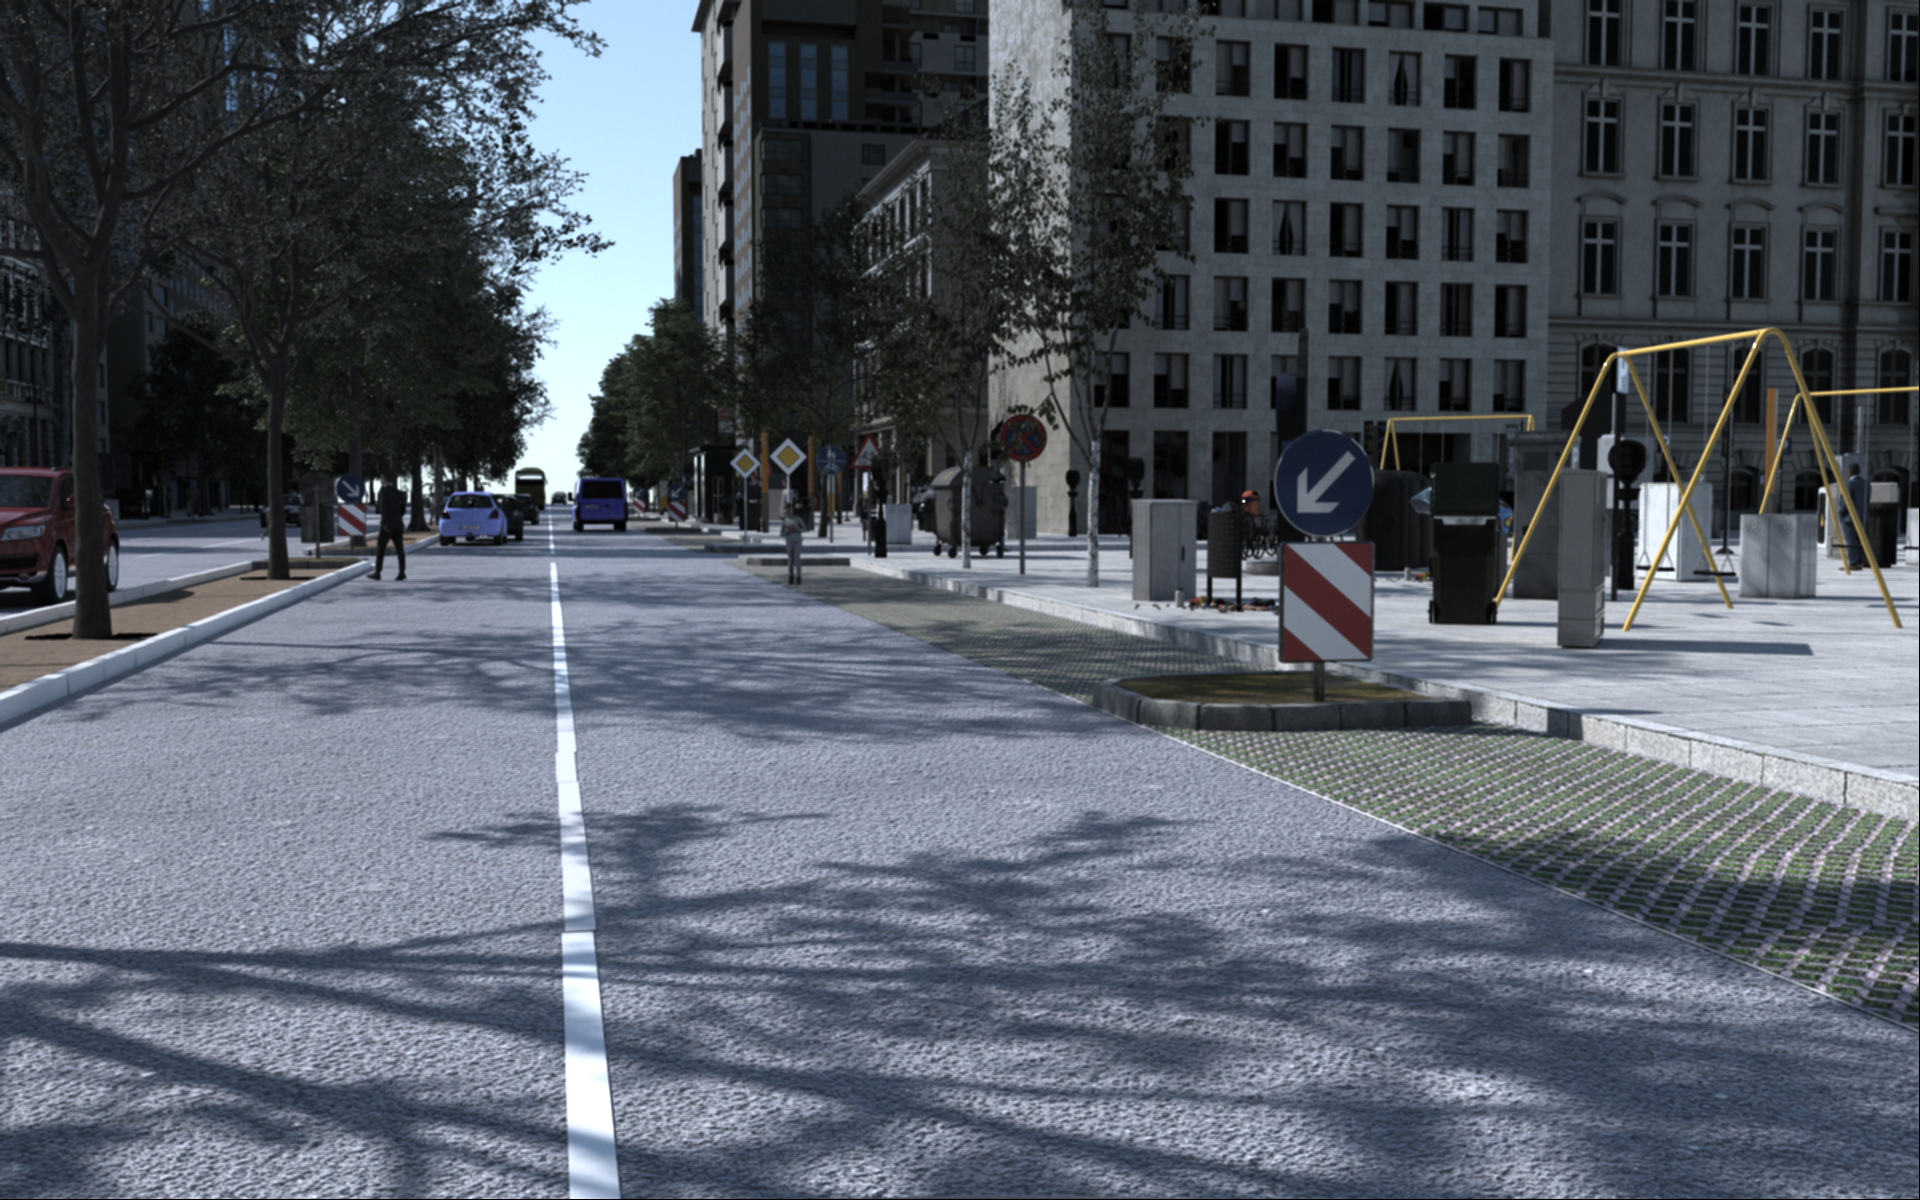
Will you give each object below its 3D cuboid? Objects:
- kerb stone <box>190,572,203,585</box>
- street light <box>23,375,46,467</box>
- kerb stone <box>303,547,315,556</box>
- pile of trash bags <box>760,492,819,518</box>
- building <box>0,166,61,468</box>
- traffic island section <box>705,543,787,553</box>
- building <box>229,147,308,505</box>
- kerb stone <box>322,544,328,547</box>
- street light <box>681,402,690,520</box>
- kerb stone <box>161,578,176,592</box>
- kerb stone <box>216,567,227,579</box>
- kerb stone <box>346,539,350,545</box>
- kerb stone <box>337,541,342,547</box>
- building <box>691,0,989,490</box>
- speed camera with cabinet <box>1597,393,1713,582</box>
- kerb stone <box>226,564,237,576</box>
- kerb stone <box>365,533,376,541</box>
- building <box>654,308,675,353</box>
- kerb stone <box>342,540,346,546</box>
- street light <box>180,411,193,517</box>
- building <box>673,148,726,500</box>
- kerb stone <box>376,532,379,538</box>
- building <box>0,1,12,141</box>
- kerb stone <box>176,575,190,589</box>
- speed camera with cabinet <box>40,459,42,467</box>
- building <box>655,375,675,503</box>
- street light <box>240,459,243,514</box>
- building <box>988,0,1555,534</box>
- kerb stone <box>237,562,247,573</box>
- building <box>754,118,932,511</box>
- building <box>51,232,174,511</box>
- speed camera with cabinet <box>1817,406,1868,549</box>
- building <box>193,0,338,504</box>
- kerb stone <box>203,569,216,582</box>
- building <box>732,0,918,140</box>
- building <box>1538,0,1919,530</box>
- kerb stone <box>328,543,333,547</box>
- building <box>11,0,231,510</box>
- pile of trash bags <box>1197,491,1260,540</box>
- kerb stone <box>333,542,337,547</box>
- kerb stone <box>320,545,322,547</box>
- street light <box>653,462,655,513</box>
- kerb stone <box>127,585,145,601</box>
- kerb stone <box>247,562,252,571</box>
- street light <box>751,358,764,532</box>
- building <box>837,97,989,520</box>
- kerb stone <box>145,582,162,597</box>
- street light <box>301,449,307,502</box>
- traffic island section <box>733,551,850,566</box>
[{"bbox_3d":[-12.142,-0.313,27.316,0.120,0.150,1.000,-1,4,-13],"label":"kerb stone"},{"bbox_3d":[-35.903,-5.782,67.320,0.468,5.910,1.993,-1,4,-13],"label":"street light"},{"bbox_3d":[-15.348,-1.136,40.818,0.120,0.150,1.000,-1,4,-13],"label":"kerb stone"},{"bbox_3d":[-9.266,-5.194,94.672,3.447,1.369,1.912,-2,4,-35],"label":"pile of trash bags"},{"bbox_3d":[-58.909,-16.422,97.379,11.050,23.489,19.941,-1,4,-13],"label":"building"},{"bbox_3d":[-5.332,-1.297,43.485,2.009,0.180,2.903,-1,4,-13],"label":"traffic island section"},{"bbox_3d":[-91.062,-33.949,209.682,22.147,44.769,28.867,-1,4,-13],"label":"building"},{"bbox_3d":[-15.822,-1.255,42.806,0.120,0.150,1.000,-1,4,-13],"label":"kerb stone"},{"bbox_3d":[-13.788,-6.999,87.218,0.468,5.910,1.993,-1,4,-13],"label":"street light"},{"bbox_3d":[-11.666,-0.186,25.323,0.120,0.150,1.000,-1,4,-13],"label":"kerb stone"},{"bbox_3d":[-12.611,-0.436,29.321,0.120,0.150,1.000,-1,4,-13],"label":"kerb stone"},{"bbox_3d":[-17.009,-1.561,47.792,0.120,0.150,1.000,-1,4,-13],"label":"kerb stone"},{"bbox_3d":[-16.531,-1.439,45.795,0.120,0.150,1.000,-1,4,-13],"label":"kerb stone"},{"bbox_3d":[-11.059,-35.700,172.934,28.713,52.752,27.495,-1,4,-13],"label":"building"},{"bbox_3d":[10.454,-1.943,26.100,0.660,3.252,2.038,-1,4,-15],"label":"speed camera with cabinet"},{"bbox_3d":[-12.853,-0.495,30.318,0.120,0.150,1.000,-1,4,-13],"label":"kerb stone"},{"bbox_3d":[-18.655,-1.992,54.762,0.120,0.150,1.000,-1,4,-13],"label":"kerb stone"},{"bbox_3d":[-40.371,-30.392,268.615,14.160,30.474,14.107,-1,4,-13],"label":"building"},{"bbox_3d":[-16.772,-1.505,46.797,0.120,0.150,1.000,-1,4,-13],"label":"kerb stone"},{"bbox_3d":[-42.860,-7.542,96.102,0.468,5.910,1.993,-1,4,-13],"label":"street light"},{"bbox_3d":[-29.701,-35.194,225.529,14.600,45.320,14.200,-1,4,-13],"label":"building"},{"bbox_3d":[-18.901,-2.053,55.767,0.120,0.150,1.000,-1,4,-13],"label":"kerb stone"},{"bbox_3d":[-71.025,-30.076,141.858,14.600,45.320,14.200,-1,4,-13],"label":"building"},{"bbox_3d":[-11.907,-0.250,26.321,0.120,0.150,1.000,-1,4,-13],"label":"kerb stone"},{"bbox_3d":[-52.452,-6.390,98.811,0.660,3.252,2.038,-1,4,-17],"label":"speed camera with cabinet"},{"bbox_3d":[-29.328,-24.719,249.195,27.650,21.520,28.899,-1,4,-13],"label":"building"},{"bbox_3d":[-46.722,-8.544,112.488,0.468,5.910,1.993,-1,4,-13],"label":"street light"},{"bbox_3d":[10.451,-12.630,61.249,16.860,20.320,10.420,-1,4,-13],"label":"building"},{"bbox_3d":[-13.092,-0.558,31.313,0.120,0.150,1.000,-1,4,-13],"label":"kerb stone"},{"bbox_3d":[-9.488,-22.388,137.747,14.160,30.474,14.107,-1,4,-13],"label":"building"},{"bbox_3d":[-72.552,-16.799,119.696,27.650,21.520,28.899,-1,4,-13],"label":"building"},{"bbox_3d":[20.283,-2.782,39.819,0.660,3.252,2.038,1,4,14],"label":"speed camera with cabinet"},{"bbox_3d":[-97.821,-56.582,237.788,22.319,86.520,31.000,-1,4,-13],"label":"building"},{"bbox_3d":[-12.375,-0.370,28.322,0.120,0.150,1.000,-1,4,-13],"label":"kerb stone"},{"bbox_3d":[-12.091,-30.668,151.531,14.600,45.320,14.200,-1,4,-13],"label":"building"},{"bbox_3d":[35.465,-15.251,68.440,34.723,24.649,14.460,-1,4,-13],"label":"building"},{"bbox_3d":[-16.057,-1.321,43.800,0.120,0.150,1.000,-1,4,-13],"label":"kerb stone"},{"bbox_3d":[-74.421,-30.918,155.621,14.600,45.320,14.200,-1,4,-13],"label":"building"},{"bbox_3d":[7.556,-2.409,49.136,1.912,1.369,3.447,3,4,37],"label":"pile of trash bags"},{"bbox_3d":[-16.300,-1.382,44.799,0.120,0.150,1.000,-1,4,-13],"label":"kerb stone"},{"bbox_3d":[-15.581,-1.197,41.813,0.120,0.150,1.000,-1,4,-13],"label":"kerb stone"},{"bbox_3d":[-20.522,-8.762,116.054,0.468,5.910,1.993,-1,4,-13],"label":"street light"},{"bbox_3d":[-11.192,-0.068,23.332,0.120,0.150,1.000,-1,4,-13],"label":"kerb stone"},{"bbox_3d":[-13.329,-0.618,32.316,0.120,0.150,1.000,-1,4,-13],"label":"kerb stone"},{"bbox_3d":[-6.806,-5.239,58.442,0.468,5.910,1.993,-1,4,-13],"label":"street light"},{"bbox_3d":[-1.663,-15.291,100.917,10.553,20.767,40.483,-1,4,-13],"label":"building"},{"bbox_3d":[-11.425,-0.128,24.330,0.120,0.150,1.000,-1,4,-13],"label":"kerb stone"},{"bbox_3d":[-53.751,-10.354,142.067,0.468,5.910,1.993,-1,4,-13],"label":"street light"},{"bbox_3d":[-3.485,-0.822,35.715,2.009,0.180,2.903,-1,4,-13],"label":"traffic island section"}]
